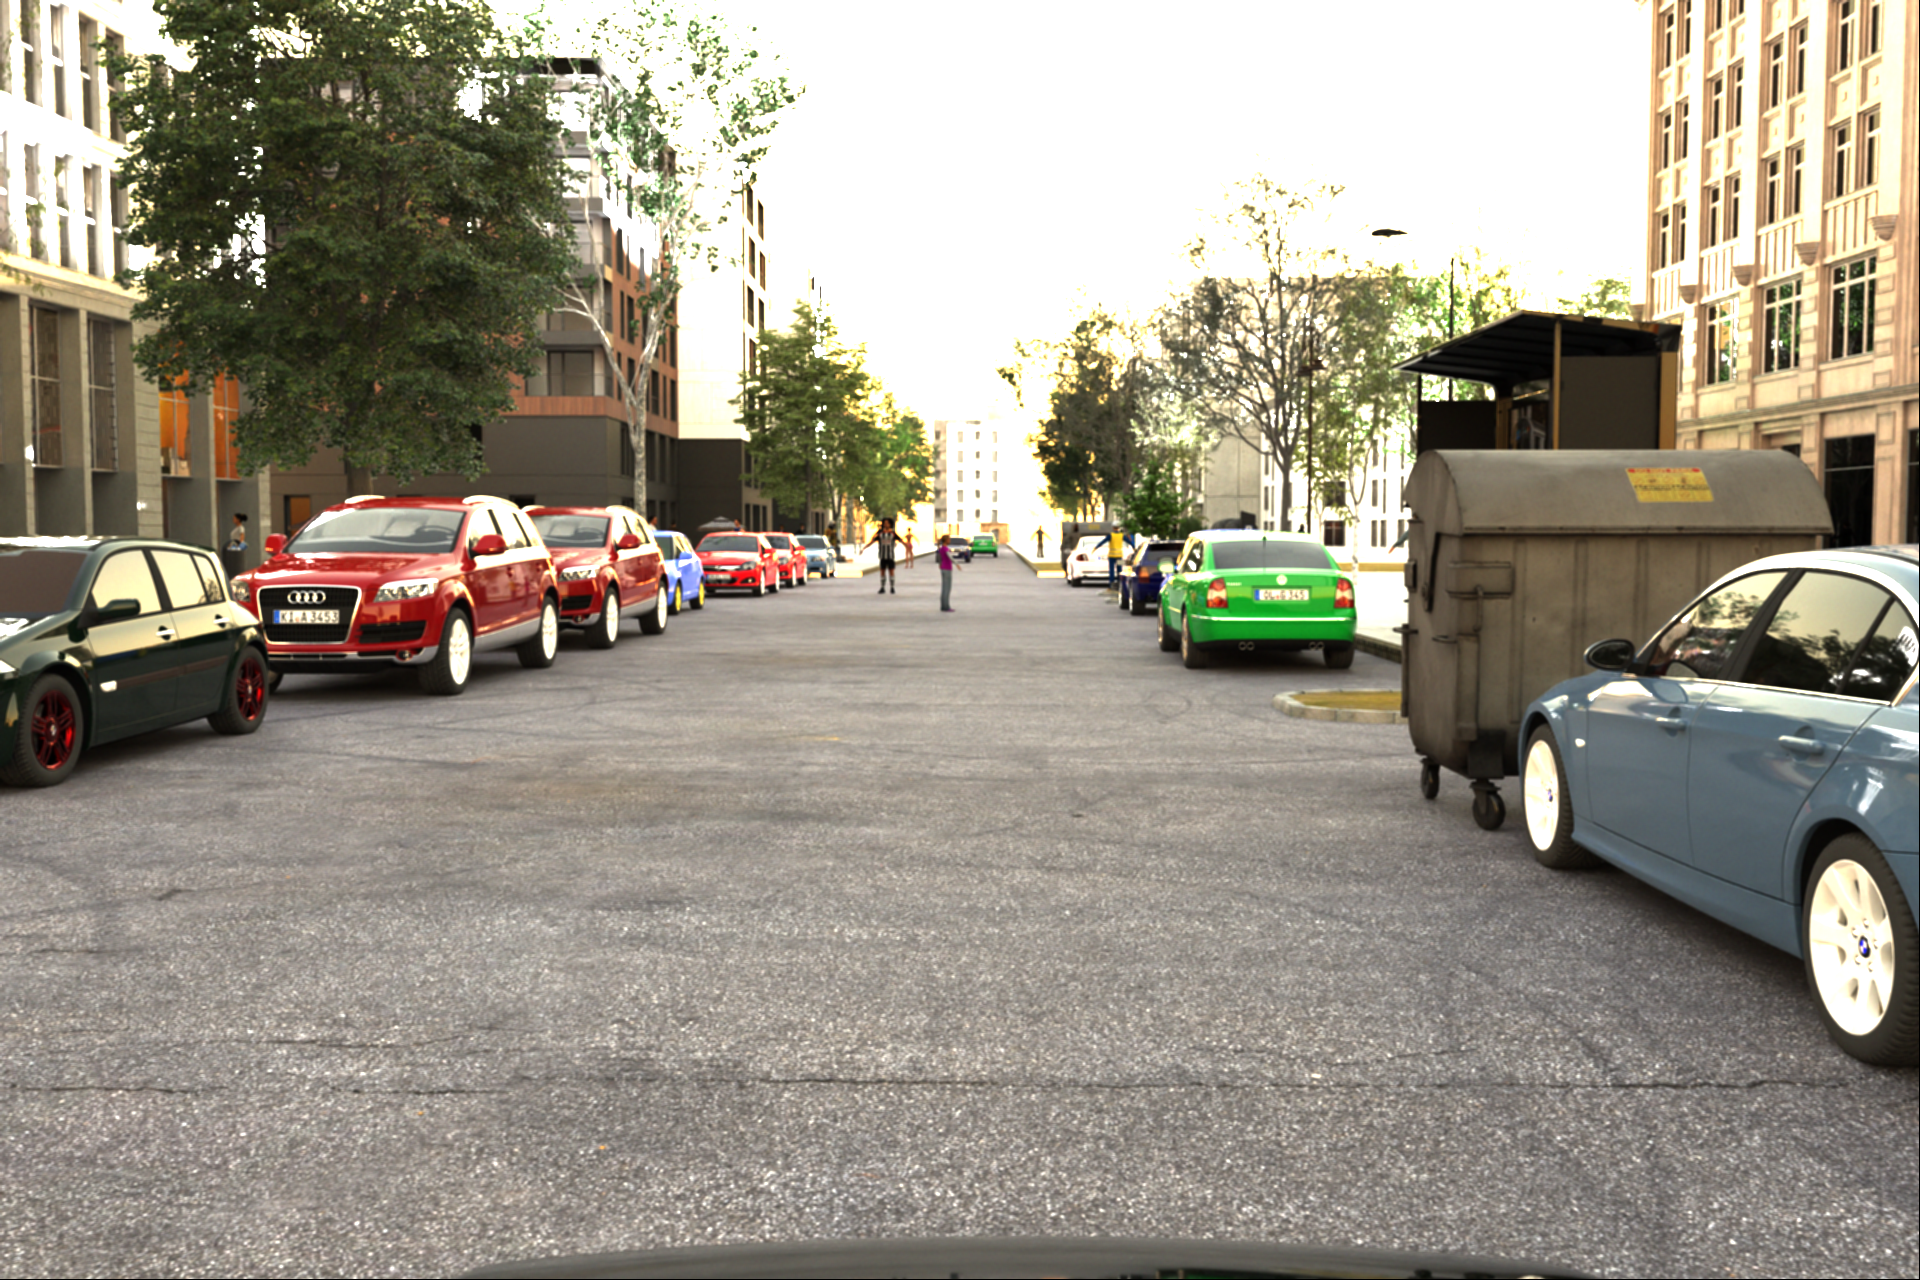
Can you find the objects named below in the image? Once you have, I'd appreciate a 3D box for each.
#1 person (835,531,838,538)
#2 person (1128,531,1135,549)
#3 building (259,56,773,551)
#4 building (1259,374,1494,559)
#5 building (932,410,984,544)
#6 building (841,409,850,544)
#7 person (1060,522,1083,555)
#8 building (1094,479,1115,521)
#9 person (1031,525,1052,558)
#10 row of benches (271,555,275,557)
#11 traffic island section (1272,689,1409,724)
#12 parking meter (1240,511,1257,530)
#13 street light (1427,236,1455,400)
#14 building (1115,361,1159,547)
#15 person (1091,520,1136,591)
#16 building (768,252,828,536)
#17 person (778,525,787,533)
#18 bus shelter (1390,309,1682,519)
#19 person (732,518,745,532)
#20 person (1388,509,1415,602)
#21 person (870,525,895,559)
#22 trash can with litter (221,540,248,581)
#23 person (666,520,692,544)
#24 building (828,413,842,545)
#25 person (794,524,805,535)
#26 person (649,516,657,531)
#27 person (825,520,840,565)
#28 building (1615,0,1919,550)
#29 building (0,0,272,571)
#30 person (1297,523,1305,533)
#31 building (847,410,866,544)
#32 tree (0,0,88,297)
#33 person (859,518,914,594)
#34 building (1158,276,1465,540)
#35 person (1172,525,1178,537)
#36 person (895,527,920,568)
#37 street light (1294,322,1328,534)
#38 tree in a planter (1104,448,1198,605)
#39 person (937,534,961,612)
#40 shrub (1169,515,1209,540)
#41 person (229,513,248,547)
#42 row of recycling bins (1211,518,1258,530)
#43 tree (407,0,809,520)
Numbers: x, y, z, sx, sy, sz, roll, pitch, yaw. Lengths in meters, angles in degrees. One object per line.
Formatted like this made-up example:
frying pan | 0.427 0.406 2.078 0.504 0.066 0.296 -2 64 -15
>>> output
person | -6.830 -5.252 91.840 0.705 1.833 1.349 2 4 30
person | 8.592 -4.951 87.067 0.704 1.817 1.347 1 4 12
building | -25.672 -15.101 90.877 27.936 21.610 32.646 0 4 0
building | 23.637 -9.543 98.174 9.099 9.664 28.070 0 4 1
building | -3.777 -24.358 257.126 11.380 20.090 16.016 1 4 11
building | -23.684 -23.223 210.628 19.493 23.208 18.063 0 4 0
person | 3.670 -2.848 55.144 1.348 1.813 0.705 -3 4 -36
building | 26.277 -23.275 211.476 19.493 23.208 18.063 0 4 1
person | 4.383 -5.377 94.188 1.348 1.796 0.705 -2 4 -31
row of benches | -27.216 -3.008 64.650 4.104 0.672 1.422 0 4 -8
traffic island section | 3.593 0.539 14.056 1.991 0.108 1.994 0 4 1
parking meter | 7.327 -2.342 44.009 0.399 1.863 0.255 0 4 1
street light | 8.017 -3.295 26.418 1.470 5.913 1.316 0 4 1
building | 25.673 -19.289 181.839 16.747 18.905 31.486 0 4 1
person | 3.876 -2.107 43.374 1.216 1.772 0.721 -1 4 -13
building | -25.040 -17.129 124.027 27.936 21.610 32.646 0 4 1
person | -8.975 -4.908 86.963 1.216 1.740 0.721 1 4 16
bus shelter | 6.795 -1.829 21.191 1.731 3.624 6.357 0 4 1
person | -7.548 -3.212 58.692 1.345 1.807 0.704 3 5 44
person | 8.587 -1.632 32.518 1.345 1.849 0.704 -2 4 -33
person | -4.064 -5.144 90.326 1.346 1.802 0.704 1 4 15
trash can with litter | -9.176 -0.704 22.571 1.678 1.210 2.233 0 4 2
person | -10.904 -3.659 65.955 1.346 1.812 0.704 0 4 6
building | -22.069 -19.338 182.638 16.747 18.905 31.486 0 4 1
person | -8.456 -5.314 92.812 1.347 1.837 0.705 -1 4 -9
person | -8.750 -2.651 49.505 0.704 1.810 1.344 1 4 9
person | -5.184 -3.949 70.330 0.705 1.858 1.354 1 4 14
building | 28.279 -14.552 49.954 10.469 25.551 25.511 0 4 1
building | -29.136 -16.260 43.345 11.434 29.767 29.804 0 4 2
person | 17.925 -5.193 90.688 0.705 1.856 1.354 3 5 39
building | -22.636 -24.453 230.735 19.493 23.208 18.063 0 4 2
tree | -11.622 -4.076 17.009 4.360 8.622 3.978 0 3 0
person | -1.763 -2.033 41.836 1.345 1.843 0.704 1 4 10
building | 24.524 -15.976 127.668 16.747 18.905 31.486 0 4 1
person | 9.560 -4.325 76.898 1.347 1.806 0.705 2 4 24
person | -2.190 -3.903 73.072 1.217 1.733 0.721 -2 4 -35
street light | 7.669 -3.986 37.963 0.468 5.910 1.993 0 4 1
tree in a planter | 4.016 -2.374 36.034 1.991 3.239 1.994 0 4 2
person | -0.201 -1.244 32.071 0.599 1.433 0.991 -1 4 -22
shrub | 8.915 -3.873 67.368 1.661 2.075 1.752 0 3 0
person | -16.042 -1.928 38.290 0.721 1.739 1.217 -2 4 -33
row of recycling bins | 7.229 -2.380 46.032 1.069 1.692 3.534 0 4 1
tree | -11.785 -12.367 58.097 12.611 20.169 13.585 0 3 0
